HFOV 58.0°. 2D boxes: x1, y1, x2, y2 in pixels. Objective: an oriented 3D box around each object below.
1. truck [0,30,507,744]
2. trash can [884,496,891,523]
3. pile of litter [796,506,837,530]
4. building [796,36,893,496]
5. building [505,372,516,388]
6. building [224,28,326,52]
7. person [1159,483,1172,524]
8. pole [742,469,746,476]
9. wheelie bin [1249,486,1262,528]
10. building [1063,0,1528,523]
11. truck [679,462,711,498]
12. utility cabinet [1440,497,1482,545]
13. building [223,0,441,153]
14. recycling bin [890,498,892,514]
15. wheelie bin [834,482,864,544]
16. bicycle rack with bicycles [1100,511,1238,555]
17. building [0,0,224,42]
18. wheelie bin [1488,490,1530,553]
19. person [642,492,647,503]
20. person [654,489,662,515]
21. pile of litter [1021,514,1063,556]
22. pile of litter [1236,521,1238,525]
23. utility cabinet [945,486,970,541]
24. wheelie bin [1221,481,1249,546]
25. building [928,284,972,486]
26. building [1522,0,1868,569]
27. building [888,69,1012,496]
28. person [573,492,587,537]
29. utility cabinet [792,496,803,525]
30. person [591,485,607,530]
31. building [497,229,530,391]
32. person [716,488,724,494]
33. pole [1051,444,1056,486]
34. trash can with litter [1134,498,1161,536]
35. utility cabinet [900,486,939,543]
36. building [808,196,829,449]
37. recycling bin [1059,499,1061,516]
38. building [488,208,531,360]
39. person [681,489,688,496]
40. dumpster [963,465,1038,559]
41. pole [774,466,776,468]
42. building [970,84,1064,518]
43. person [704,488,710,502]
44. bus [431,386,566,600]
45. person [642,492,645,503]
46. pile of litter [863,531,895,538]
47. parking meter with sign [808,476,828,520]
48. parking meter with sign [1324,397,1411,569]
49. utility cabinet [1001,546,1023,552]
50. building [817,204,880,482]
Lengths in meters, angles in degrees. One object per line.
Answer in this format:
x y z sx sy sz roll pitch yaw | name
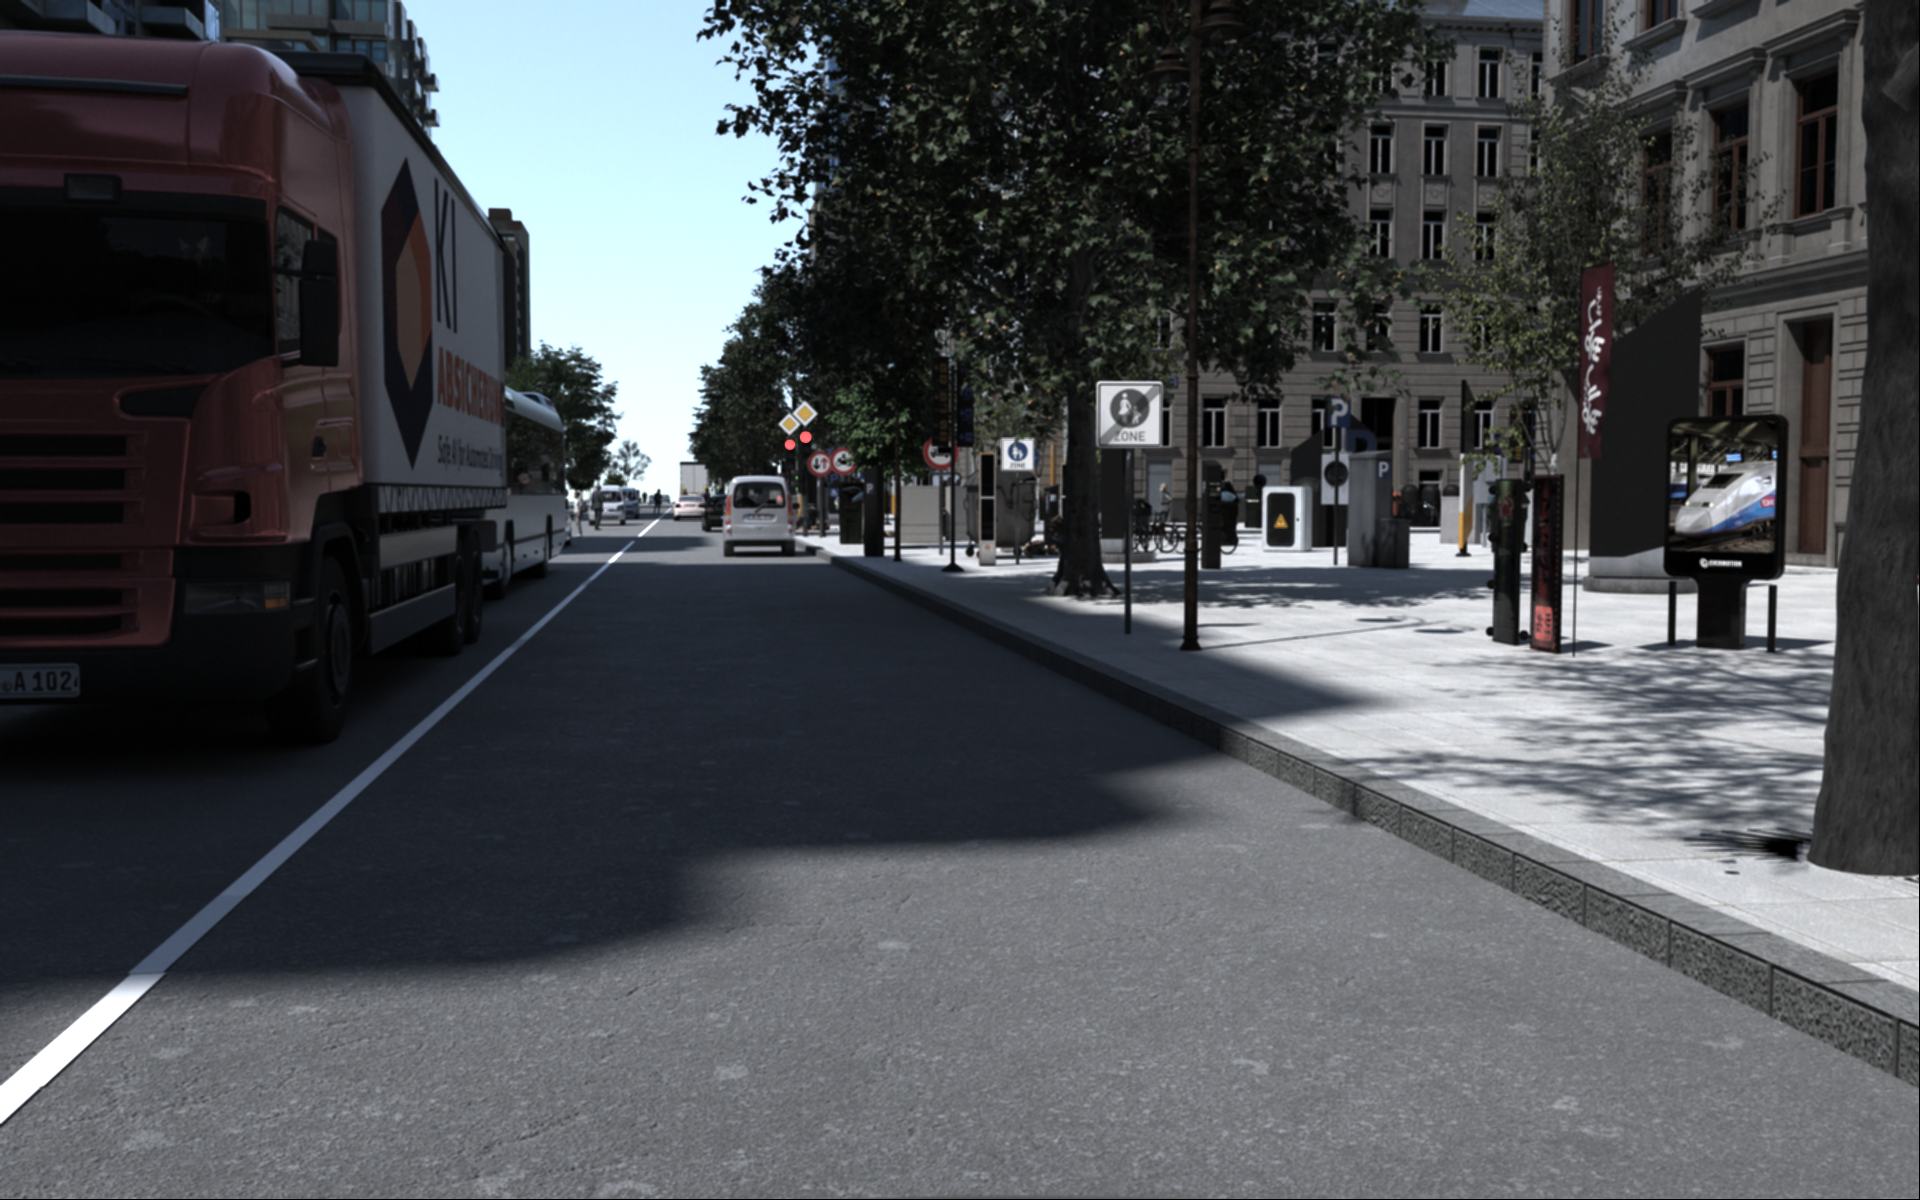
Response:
-5.277 -1.482 13.144 2.839 4.237 11.283 -1 4 -9 | truck
-3.513 -3.794 73.679 0.748 1.137 0.748 0 3 0 | trash can
-5.148 -2.920 61.701 1.719 0.858 1.176 -1 4 -17 | pile of litter
-14.923 -59.087 278.735 22.319 86.520 31.000 -1 4 -9 | building
-76.400 -24.060 238.415 27.650 21.520 28.899 -1 4 -9 | building
-62.350 -27.356 139.151 32.217 40.220 23.993 -1 4 -9 | building
6.767 -2.941 56.774 0.537 1.800 0.526 -3 5 -44 | person
-13.538 -7.017 108.572 0.158 3.312 0.155 0 3 0 | pole
11.141 -3.542 65.827 0.980 1.594 0.693 1 4 14 | wheelie bin
18.036 -17.490 83.229 25.104 27.353 12.463 -1 4 -9 | building
-23.744 -10.174 155.265 2.839 4.237 11.283 0 4 -8 | truck
12.860 -2.037 44.460 0.306 1.237 1.020 -3 5 -44 | utility cabinet
-62.290 -33.443 166.399 23.786 49.044 30.456 -1 4 -9 | building
-4.188 -6.155 113.190 0.722 1.027 0.722 0 4 2 | recycling bin
-2.755 -2.237 44.482 0.980 1.594 0.693 0 4 2 | wheelie bin
4.172 -1.456 37.188 2.852 0.926 2.925 -2 4 -30 | bicycle rack with bicycles
-47.525 -46.953 80.361 22.319 86.520 31.000 -1 4 -9 | building
11.953 -1.832 37.853 0.980 1.594 0.693 -2 4 -32 | wheelie bin
-51.148 -16.718 281.857 1.348 1.822 0.705 -3 4 -38 | person
-20.730 -6.726 118.812 0.623 1.781 0.721 0 4 4 | person
1.794 -1.404 36.913 1.176 0.858 1.719 2 4 31 | pile of litter
10.936 -3.527 71.625 1.176 0.858 1.719 1 4 10 | pile of litter
0.147 -2.360 47.263 1.173 1.500 0.318 -3 4 -37 | utility cabinet
6.506 -2.144 42.968 0.693 1.594 0.980 -2 4 -32 | wheelie bin
5.823 -20.704 125.900 14.401 28.519 23.554 -1 4 -9 | building
19.853 -11.904 30.781 11.583 22.565 21.152 -1 4 -9 | building
3.085 -43.977 157.282 20.563 71.187 20.611 -1 4 -9 | building
-12.837 -2.888 58.321 0.503 1.515 0.523 2 4 26 | person
-7.012 -3.724 72.056 1.020 1.237 0.306 -2 4 -35 | utility cabinet
-14.335 -3.683 68.895 0.661 1.801 0.590 2 4 35 | person
-72.435 -35.264 260.152 14.154 41.232 14.086 -1 4 -9 | building
-14.862 -6.002 106.890 0.793 1.790 0.793 3 4 36 | person
3.805 -4.702 70.728 0.158 3.312 0.155 0 3 0 | pole
5.818 -2.590 53.729 1.055 1.170 0.624 -2 4 -28 | trash can with litter
-1.056 -2.227 45.092 1.173 1.500 0.318 -1 4 -13 | utility cabinet
-14.933 -37.073 256.257 14.600 45.320 14.200 -1 4 -9 | building
5.060 -4.182 80.925 0.722 1.027 0.722 -1 4 -15 | recycling bin
-75.495 -38.148 273.837 14.600 45.320 14.200 -1 4 -9 | building
-22.447 -8.151 141.733 1.348 1.831 0.705 -3 5 -41 | person
0.816 -1.772 34.730 1.264 1.857 1.865 -1 4 -9 | dumpster
-13.189 -7.953 123.872 0.158 3.312 0.155 0 3 0 | pole
8.355 -19.469 104.229 13.634 28.700 20.117 -1 4 -9 | building
-15.256 -5.800 103.611 0.573 1.790 0.520 1 4 22 | person
-7.797 -1.912 26.115 2.948 3.499 13.247 -1 4 -8 | bus
-52.612 -17.115 288.321 1.348 1.826 0.705 3 5 43 | person
-2.560 -2.316 51.832 1.176 0.858 1.719 -1 4 -15 | pile of litter
-5.806 -4.798 74.715 1.738 3.016 0.543 -2 4 -27 | parking meter with sign
7.193 -2.091 30.443 0.543 3.016 1.738 -2 4 -30 | parking meter with sign
1.146 -1.822 38.463 0.318 1.500 1.173 1 4 12 | utility cabinet
-13.002 -34.177 242.395 14.154 41.232 14.086 -1 4 -9 | building
